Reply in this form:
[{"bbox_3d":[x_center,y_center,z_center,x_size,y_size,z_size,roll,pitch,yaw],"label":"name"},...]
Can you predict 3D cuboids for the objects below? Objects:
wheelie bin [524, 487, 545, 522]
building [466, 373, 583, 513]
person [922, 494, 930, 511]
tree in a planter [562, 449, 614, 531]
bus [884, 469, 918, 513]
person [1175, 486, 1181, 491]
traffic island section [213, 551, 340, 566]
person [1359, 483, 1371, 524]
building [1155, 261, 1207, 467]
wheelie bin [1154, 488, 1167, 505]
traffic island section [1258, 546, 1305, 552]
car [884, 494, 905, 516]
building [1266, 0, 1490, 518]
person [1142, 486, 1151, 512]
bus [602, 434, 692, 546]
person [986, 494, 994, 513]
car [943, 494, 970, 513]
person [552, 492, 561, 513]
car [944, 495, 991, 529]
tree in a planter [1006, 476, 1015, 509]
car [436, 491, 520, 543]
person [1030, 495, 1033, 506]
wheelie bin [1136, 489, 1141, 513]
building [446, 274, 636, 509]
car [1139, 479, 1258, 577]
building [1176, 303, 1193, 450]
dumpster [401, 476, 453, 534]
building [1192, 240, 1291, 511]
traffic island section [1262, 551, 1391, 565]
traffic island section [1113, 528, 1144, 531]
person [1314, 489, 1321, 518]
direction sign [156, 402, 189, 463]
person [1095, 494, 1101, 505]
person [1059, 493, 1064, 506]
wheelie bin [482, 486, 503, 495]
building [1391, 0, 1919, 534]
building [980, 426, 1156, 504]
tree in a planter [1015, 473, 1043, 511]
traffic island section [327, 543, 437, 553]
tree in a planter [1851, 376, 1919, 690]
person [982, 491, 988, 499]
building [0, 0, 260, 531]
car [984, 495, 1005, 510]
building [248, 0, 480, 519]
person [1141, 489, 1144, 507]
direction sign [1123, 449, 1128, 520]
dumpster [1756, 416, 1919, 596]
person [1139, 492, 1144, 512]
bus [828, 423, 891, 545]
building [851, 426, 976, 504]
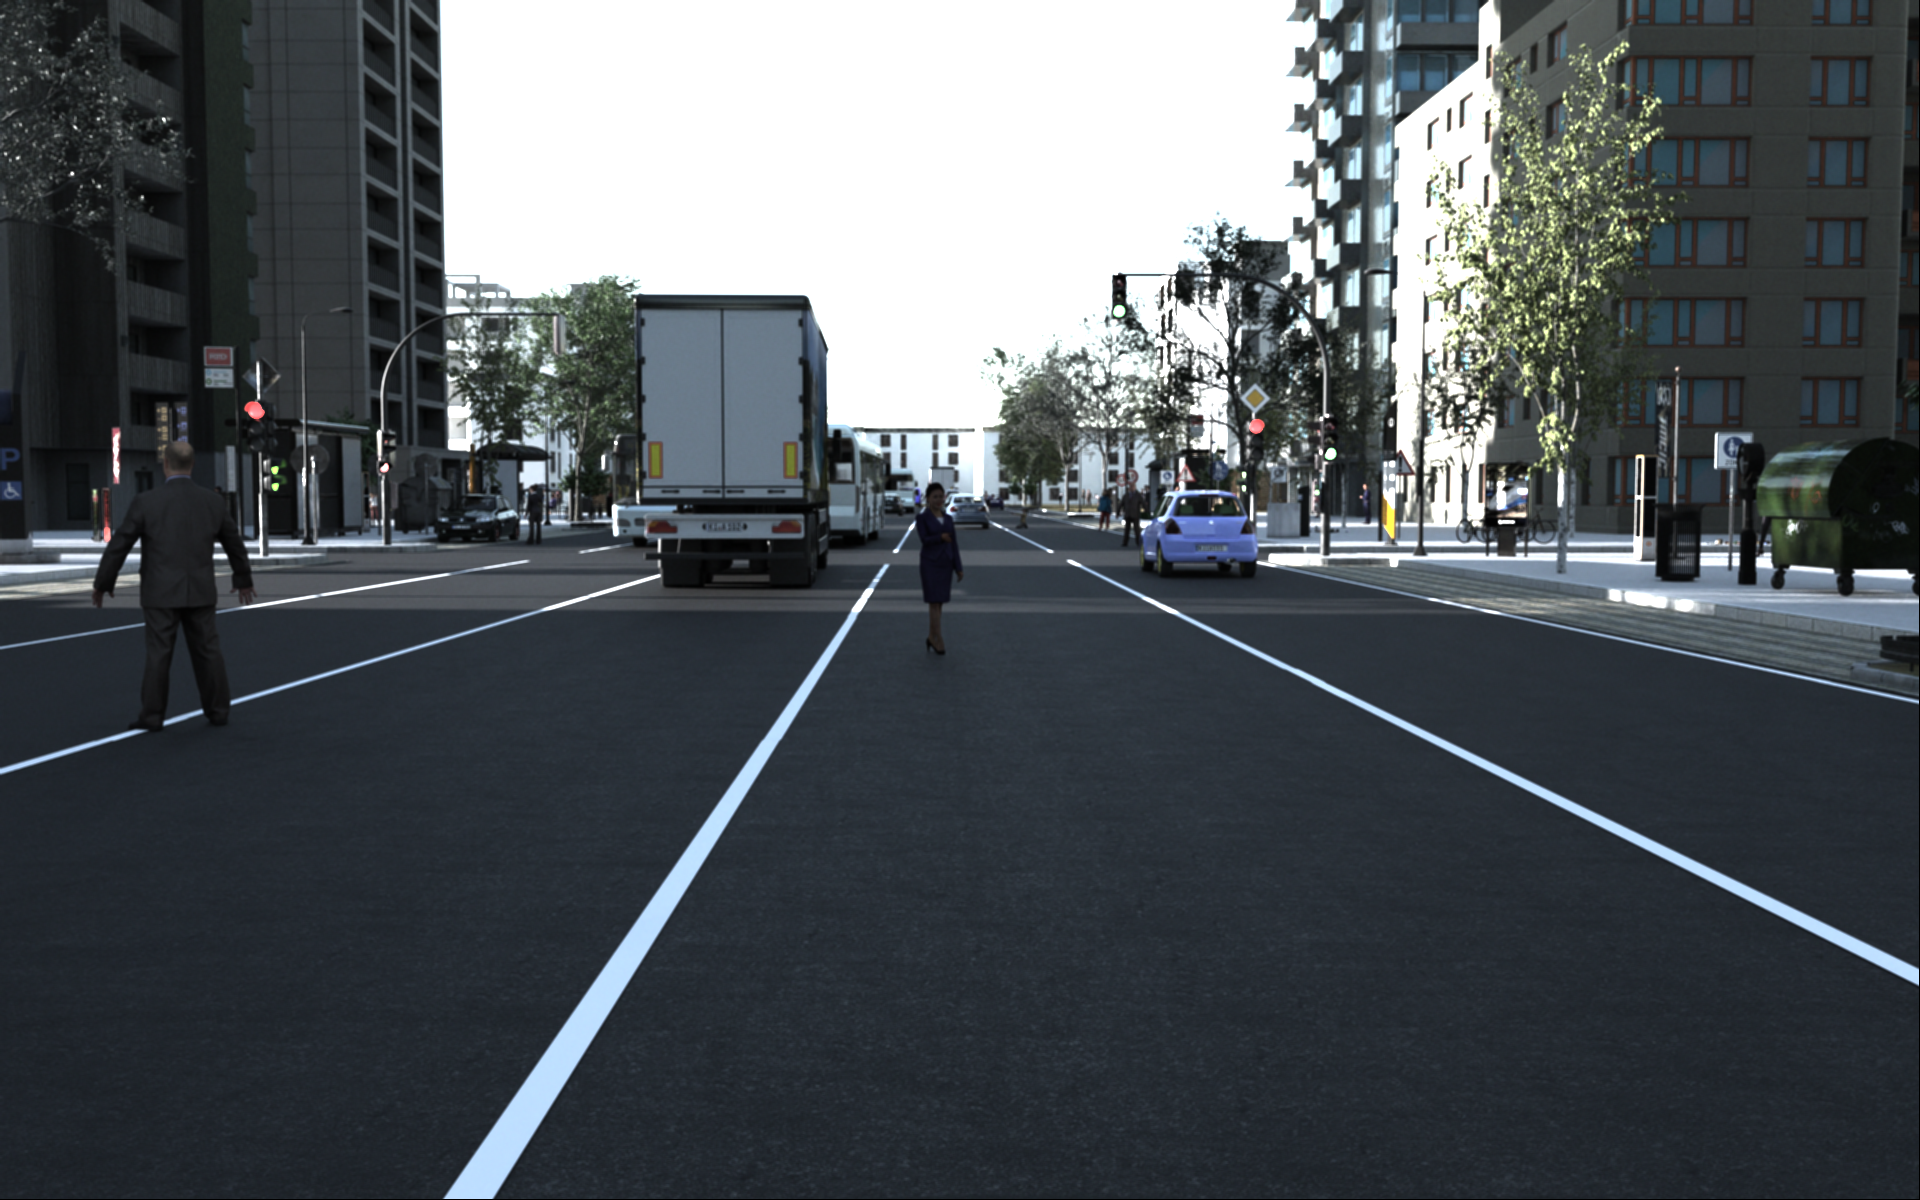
[{"bbox_3d":[-19.593,-4.404,79.919,0.980,1.594,0.693,0,4,-3],"label":"wheelie bin"},{"bbox_3d":[-33.471,-11.723,133.813,9.099,9.664,28.070,0,4,-1],"label":"building"},{"bbox_3d":[-2.699,-8.398,146.367,0.990,1.755,0.434,0,4,-3],"label":"person"},{"bbox_3d":[-14.495,-4.339,68.159,1.991,3.239,1.994,0,4,-1],"label":"tree in a planter"},{"bbox_3d":[-4.796,-8.598,135.443,2.948,3.499,13.247,0,4,-1],"label":"bus"},{"bbox_3d":[9.462,-4.149,75.333,0.517,1.644,0.566,3,5,40],"label":"person"},{"bbox_3d":[-14.316,-0.816,35.618,2.009,0.180,2.903,0,4,-1],"label":"traffic island section"},{"bbox_3d":[17.226,-4.090,73.622,0.504,1.737,0.576,-1,4,-9],"label":"person"},{"bbox_3d":[32.632,-19.835,168.269,27.936,21.610,32.646,0,4,-1],"label":"building"},{"bbox_3d":[10.830,-5.146,92.043,0.980,1.594,0.693,0,4,-5],"label":"wheelie bin"},{"bbox_3d":[7.461,-1.324,43.931,2.009,0.180,2.903,0,4,-1],"label":"traffic island section"},{"bbox_3d":[-4.619,-6.360,113.780,2.009,1.686,4.222,0,4,0],"label":"car"},{"bbox_3d":[31.947,-29.586,103.343,23.786,49.044,30.456,0,4,-1],"label":"building"},{"bbox_3d":[9.876,-5.230,92.362,0.742,1.727,0.445,3,5,44],"label":"person"},{"bbox_3d":[-7.739,-3.381,50.147,2.948,3.499,13.247,0,4,-1],"label":"bus"},{"bbox_3d":[2.324,-7.417,133.005,0.697,1.427,0.421,-2,4,-30],"label":"person"},{"bbox_3d":[0.026,-5.137,95.795,2.131,1.459,4.920,0,4,1],"label":"car"},{"bbox_3d":[-27.874,-6.858,119.644,0.593,1.643,0.415,0,4,-4],"label":"person"},{"bbox_3d":[0.324,-3.685,72.253,2.014,1.417,4.499,0,4,0],"label":"car"},{"bbox_3d":[5.491,-10.733,172.705,1.991,3.239,1.994,0,4,-1],"label":"tree in a planter"},{"bbox_3d":[-14.447,-2.582,52.005,2.009,1.686,4.222,0,4,-2],"label":"car"},{"bbox_3d":[7.737,-10.943,185.401,0.683,1.767,0.568,1,4,11],"label":"person"},{"bbox_3d":[11.287,-6.299,110.891,0.693,1.594,0.980,0,4,1],"label":"wheelie bin"},{"bbox_3d":[-37.183,-18.149,153.160,16.016,20.091,11.380,0,4,-1],"label":"building"},{"bbox_3d":[4.241,-1.322,31.202,1.945,1.707,3.694,0,4,-1],"label":"car"},{"bbox_3d":[26.518,-17.726,146.248,16.016,20.091,11.380,0,4,-1],"label":"building"},{"bbox_3d":[-17.364,-3.096,56.373,1.264,1.857,1.865,0,4,-1],"label":"dumpster"},{"bbox_3d":[27.181,-17.032,134.898,16.016,20.091,11.380,0,4,-1],"label":"building"},{"bbox_3d":[7.583,-0.836,35.947,2.009,0.180,2.903,0,4,-1],"label":"traffic island section"},{"bbox_3d":[7.082,-2.797,68.593,1.991,0.108,1.994,0,4,-1],"label":"traffic island section"},{"bbox_3d":[19.608,-5.276,94.178,0.662,1.594,0.647,-3,4,-38],"label":"person"},{"bbox_3d":[-19.471,-3.112,42.883,0.876,3.537,0.379,1,4,11],"label":"direction sign"},{"bbox_3d":[15.939,-11.531,200.220,0.799,1.438,0.628,-2,4,-32],"label":"person"},{"bbox_3d":[10.795,-10.707,184.297,0.628,1.438,0.799,0,4,-8],"label":"person"},{"bbox_3d":[-17.669,-3.517,65.411,0.980,1.594,0.693,2,4,27],"label":"wheelie bin"},{"bbox_3d":[35.123,-13.660,68.378,28.899,21.520,27.650,0,4,-1],"label":"building"},{"bbox_3d":[16.638,-16.935,219.039,28.070,9.664,9.099,0,4,-1],"label":"building"},{"bbox_3d":[5.900,-9.078,145.644,1.991,3.239,1.994,0,4,-1],"label":"tree in a planter"},{"bbox_3d":[-14.438,-1.304,43.602,2.009,0.180,2.903,0,4,-1],"label":"traffic island section"},{"bbox_3d":[7.935,-0.966,13.016,1.991,3.239,1.994,0,4,-1],"label":"tree in a planter"},{"bbox_3d":[2.380,-9.396,162.830,1.217,1.736,0.721,2,4,31],"label":"person"},{"bbox_3d":[-35.430,-17.825,63.132,14.160,30.474,14.107,0,4,-1],"label":"building"},{"bbox_3d":[3.110,-8.887,157.881,1.945,1.354,3.894,0,4,0],"label":"car"},{"bbox_3d":[-38.092,-40.204,95.582,20.563,71.187,20.611,0,4,-1],"label":"building"},{"bbox_3d":[17.767,-9.867,168.173,0.445,1.727,0.742,1,4,21],"label":"person"},{"bbox_3d":[8.330,-5.784,86.568,0.379,3.537,0.876,0,4,-2],"label":"direction sign"},{"bbox_3d":[11.516,-1.222,22.466,1.502,2.255,1.985,0,4,-1],"label":"dumpster"},{"bbox_3d":[13.450,-7.208,127.122,0.697,1.427,0.421,2,4,27],"label":"person"},{"bbox_3d":[-3.823,-3.478,51.729,2.948,3.499,13.247,0,4,1],"label":"bus"},{"bbox_3d":[-12.075,-16.916,218.729,28.070,9.664,9.099,0,4,-1],"label":"building"}]
